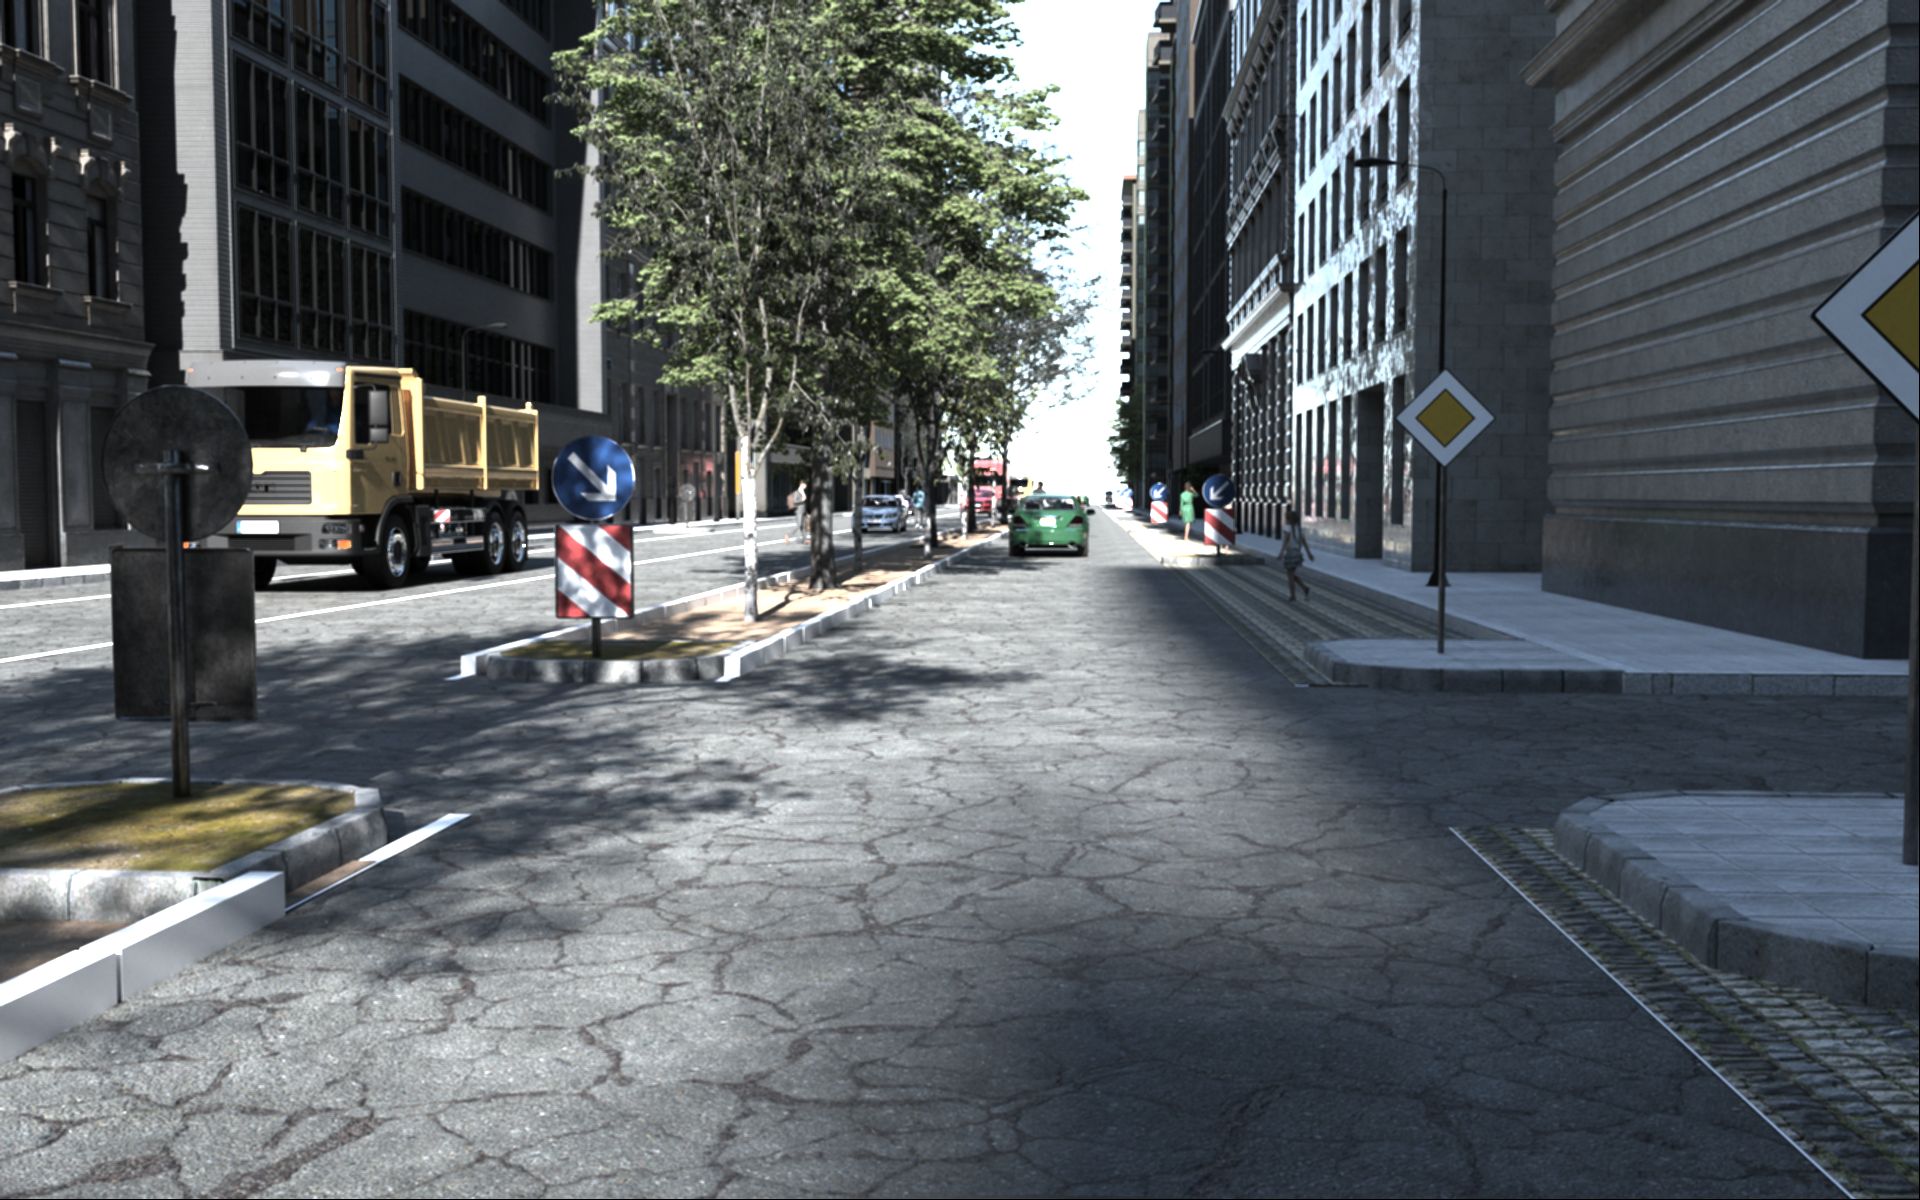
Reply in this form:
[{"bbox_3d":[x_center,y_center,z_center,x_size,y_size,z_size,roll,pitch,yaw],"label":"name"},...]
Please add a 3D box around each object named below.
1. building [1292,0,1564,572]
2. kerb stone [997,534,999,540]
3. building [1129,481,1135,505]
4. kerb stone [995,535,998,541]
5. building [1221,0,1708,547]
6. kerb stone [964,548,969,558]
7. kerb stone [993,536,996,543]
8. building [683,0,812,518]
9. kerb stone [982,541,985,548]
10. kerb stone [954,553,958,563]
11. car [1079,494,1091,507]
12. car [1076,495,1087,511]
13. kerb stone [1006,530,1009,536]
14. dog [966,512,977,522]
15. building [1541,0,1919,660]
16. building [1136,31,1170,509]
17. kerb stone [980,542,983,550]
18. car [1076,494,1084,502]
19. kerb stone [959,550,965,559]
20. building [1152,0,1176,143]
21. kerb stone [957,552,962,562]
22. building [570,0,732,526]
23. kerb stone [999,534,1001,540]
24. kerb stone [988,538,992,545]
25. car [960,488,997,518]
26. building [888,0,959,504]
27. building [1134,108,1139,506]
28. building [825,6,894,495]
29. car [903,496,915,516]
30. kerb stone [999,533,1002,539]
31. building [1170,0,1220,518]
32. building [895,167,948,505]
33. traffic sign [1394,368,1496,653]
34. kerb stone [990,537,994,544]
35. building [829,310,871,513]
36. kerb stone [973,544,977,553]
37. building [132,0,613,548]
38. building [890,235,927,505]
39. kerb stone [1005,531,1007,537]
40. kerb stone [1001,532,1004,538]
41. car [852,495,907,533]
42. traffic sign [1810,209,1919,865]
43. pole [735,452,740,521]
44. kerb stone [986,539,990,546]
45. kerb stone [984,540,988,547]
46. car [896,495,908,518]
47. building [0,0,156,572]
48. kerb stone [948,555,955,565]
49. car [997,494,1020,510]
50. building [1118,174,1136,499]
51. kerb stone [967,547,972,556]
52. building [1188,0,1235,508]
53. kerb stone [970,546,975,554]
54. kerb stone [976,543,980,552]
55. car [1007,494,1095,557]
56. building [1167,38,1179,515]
[{"bbox_3d":[13.212,-11.077,35.855,10.420,20.320,16.860,0,4,4],"label":"building"},{"bbox_3d":[1.014,-1.820,51.950,0.120,0.150,1.000,0,4,4],"label":"kerb stone"},{"bbox_3d":[36.433,-31.384,205.013,32.217,40.220,23.993,0,4,4],"label":"building"},{"bbox_3d":[0.944,-1.757,50.929,0.120,0.150,1.000,0,4,4],"label":"kerb stone"},{"bbox_3d":[14.179,-13.802,54.537,11.050,23.489,19.941,0,4,4],"label":"building"},{"bbox_3d":[0.046,-1.007,38.655,0.120,0.150,1.000,0,4,4],"label":"kerb stone"},{"bbox_3d":[0.867,-1.695,49.910,0.120,0.150,1.000,0,4,4],"label":"kerb stone"},{"bbox_3d":[-20.119,-29.200,101.114,21.300,48.544,21.600,0,4,4],"label":"building"},{"bbox_3d":[0.499,-1.382,44.791,0.120,0.150,1.000,0,4,4],"label":"kerb stone"},{"bbox_3d":[-0.180,-0.818,35.589,0.120,0.150,1.000,0,4,4],"label":"kerb stone"},{"bbox_3d":[13.959,-11.443,198.883,2.131,1.459,4.920,0,4,5],"label":"car"},{"bbox_3d":[5.332,-4.706,86.735,2.009,1.686,4.222,0,4,6],"label":"car"},{"bbox_3d":[1.463,-2.195,58.089,0.120,0.150,1.000,0,4,4],"label":"kerb stone"},{"bbox_3d":[0.565,-4.274,89.165,0.406,0.507,0.540,3,5,39],"label":"dog"},{"bbox_3d":[16.576,-11.495,16.822,19.941,23.489,11.050,0,4,4],"label":"building"},{"bbox_3d":[23.643,-28.933,156.654,14.154,41.232,14.086,0,4,4],"label":"building"},{"bbox_3d":[0.417,-1.316,43.773,0.120,0.150,1.000,0,4,4],"label":"kerb stone"},{"bbox_3d":[11.516,-10.098,175.318,2.015,1.641,3.980,0,4,3],"label":"car"},{"bbox_3d":[-0.036,-0.937,37.628,0.120,0.150,1.000,0,4,4],"label":"kerb stone"},{"bbox_3d":[26.116,-29.316,133.946,22.147,44.769,28.867,0,4,4],"label":"building"},{"bbox_3d":[-0.105,-0.873,36.608,0.120,0.150,1.000,0,4,4],"label":"kerb stone"},{"bbox_3d":[-18.335,-17.054,76.099,12.463,27.353,25.104,0,4,4],"label":"building"},{"bbox_3d":[1.089,-1.883,52.974,0.120,0.150,1.000,0,4,4],"label":"kerb stone"},{"bbox_3d":[0.719,-1.564,47.856,0.120,0.150,1.000,0,4,4],"label":"kerb stone"},{"bbox_3d":[1.169,-6.041,107.439,2.281,1.827,5.304,0,4,4],"label":"car"},{"bbox_3d":[-10.694,-48.258,227.271,20.563,71.187,20.611,0,4,4],"label":"building"},{"bbox_3d":[25.903,-30.757,186.476,14.154,41.232,14.086,0,4,4],"label":"building"},{"bbox_3d":[-13.279,-30.424,147.550,14.600,45.320,14.200,0,4,4],"label":"building"},{"bbox_3d":[-3.955,-6.144,113.033,1.945,1.354,3.894,0,4,6],"label":"car"},{"bbox_3d":[1.162,-1.942,54.004,0.120,0.150,1.000,0,4,4],"label":"kerb stone"},{"bbox_3d":[19.582,-27.439,98.735,14.600,45.320,14.200,0,4,4],"label":"building"},{"bbox_3d":[-13.000,-33.541,203.018,22.147,44.769,28.867,0,4,4],"label":"building"},{"bbox_3d":[3.874,-0.628,13.904,0.795,2.450,0.064,0,4,4],"label":"traffic sign"},{"bbox_3d":[0.795,-1.628,48.888,0.120,0.150,1.000,0,4,4],"label":"kerb stone"},{"bbox_3d":[-22.137,-17.267,127.355,27.650,21.520,28.899,0,4,4],"label":"building"},{"bbox_3d":[0.268,-1.193,41.722,0.120,0.150,1.000,0,4,4],"label":"kerb stone"},{"bbox_3d":[-20.630,-14.004,48.033,14.314,24.678,30.058,0,4,4],"label":"building"},{"bbox_3d":[-10.821,-25.034,181.005,14.160,30.474,14.107,0,4,4],"label":"building"},{"bbox_3d":[1.393,-2.128,57.063,0.120,0.150,1.000,0,4,4],"label":"kerb stone"},{"bbox_3d":[1.236,-2.008,55.023,0.120,0.150,1.000,0,4,4],"label":"kerb stone"},{"bbox_3d":[-2.998,-3.241,64.989,2.014,1.417,4.499,0,4,3],"label":"car"},{"bbox_3d":[3.292,-0.141,5.941,0.795,2.450,0.064,0,4,4],"label":"traffic sign"},{"bbox_3d":[-10.732,-5.486,83.545,0.158,3.312,0.155,0,3,0],"label":"pole"},{"bbox_3d":[0.645,-1.507,46.833,0.120,0.150,1.000,0,4,4],"label":"kerb stone"},{"bbox_3d":[0.573,-1.444,45.811,0.120,0.150,1.000,0,4,4],"label":"kerb stone"},{"bbox_3d":[-4.123,-5.602,103.960,2.083,1.381,4.827,0,4,2],"label":"car"},{"bbox_3d":[-20.700,-10.692,23.969,9.793,20.994,18.267,0,4,4],"label":"building"},{"bbox_3d":[-0.255,-0.756,34.562,0.120,0.150,1.000,0,4,4],"label":"kerb stone"},{"bbox_3d":[4.220,-8.912,154.387,2.281,1.827,5.304,0,4,4],"label":"car"},{"bbox_3d":[32.497,-35.328,232.229,22.147,44.769,28.867,0,4,4],"label":"building"},{"bbox_3d":[0.115,-1.067,39.677,0.120,0.150,1.000,0,4,4],"label":"kerb stone"},{"bbox_3d":[17.955,-17.287,76.149,14.314,27.812,24.014,0,4,4],"label":"building"},{"bbox_3d":[0.190,-1.132,40.703,0.120,0.150,1.000,0,4,4],"label":"kerb stone"},{"bbox_3d":[0.344,-1.257,42.753,0.120,0.150,1.000,0,4,4],"label":"kerb stone"},{"bbox_3d":[2.139,-1.788,41.028,2.131,1.459,4.920,0,4,4],"label":"car"},{"bbox_3d":[20.592,-20.892,113.280,14.160,30.474,14.107,0,4,4],"label":"building"}]
